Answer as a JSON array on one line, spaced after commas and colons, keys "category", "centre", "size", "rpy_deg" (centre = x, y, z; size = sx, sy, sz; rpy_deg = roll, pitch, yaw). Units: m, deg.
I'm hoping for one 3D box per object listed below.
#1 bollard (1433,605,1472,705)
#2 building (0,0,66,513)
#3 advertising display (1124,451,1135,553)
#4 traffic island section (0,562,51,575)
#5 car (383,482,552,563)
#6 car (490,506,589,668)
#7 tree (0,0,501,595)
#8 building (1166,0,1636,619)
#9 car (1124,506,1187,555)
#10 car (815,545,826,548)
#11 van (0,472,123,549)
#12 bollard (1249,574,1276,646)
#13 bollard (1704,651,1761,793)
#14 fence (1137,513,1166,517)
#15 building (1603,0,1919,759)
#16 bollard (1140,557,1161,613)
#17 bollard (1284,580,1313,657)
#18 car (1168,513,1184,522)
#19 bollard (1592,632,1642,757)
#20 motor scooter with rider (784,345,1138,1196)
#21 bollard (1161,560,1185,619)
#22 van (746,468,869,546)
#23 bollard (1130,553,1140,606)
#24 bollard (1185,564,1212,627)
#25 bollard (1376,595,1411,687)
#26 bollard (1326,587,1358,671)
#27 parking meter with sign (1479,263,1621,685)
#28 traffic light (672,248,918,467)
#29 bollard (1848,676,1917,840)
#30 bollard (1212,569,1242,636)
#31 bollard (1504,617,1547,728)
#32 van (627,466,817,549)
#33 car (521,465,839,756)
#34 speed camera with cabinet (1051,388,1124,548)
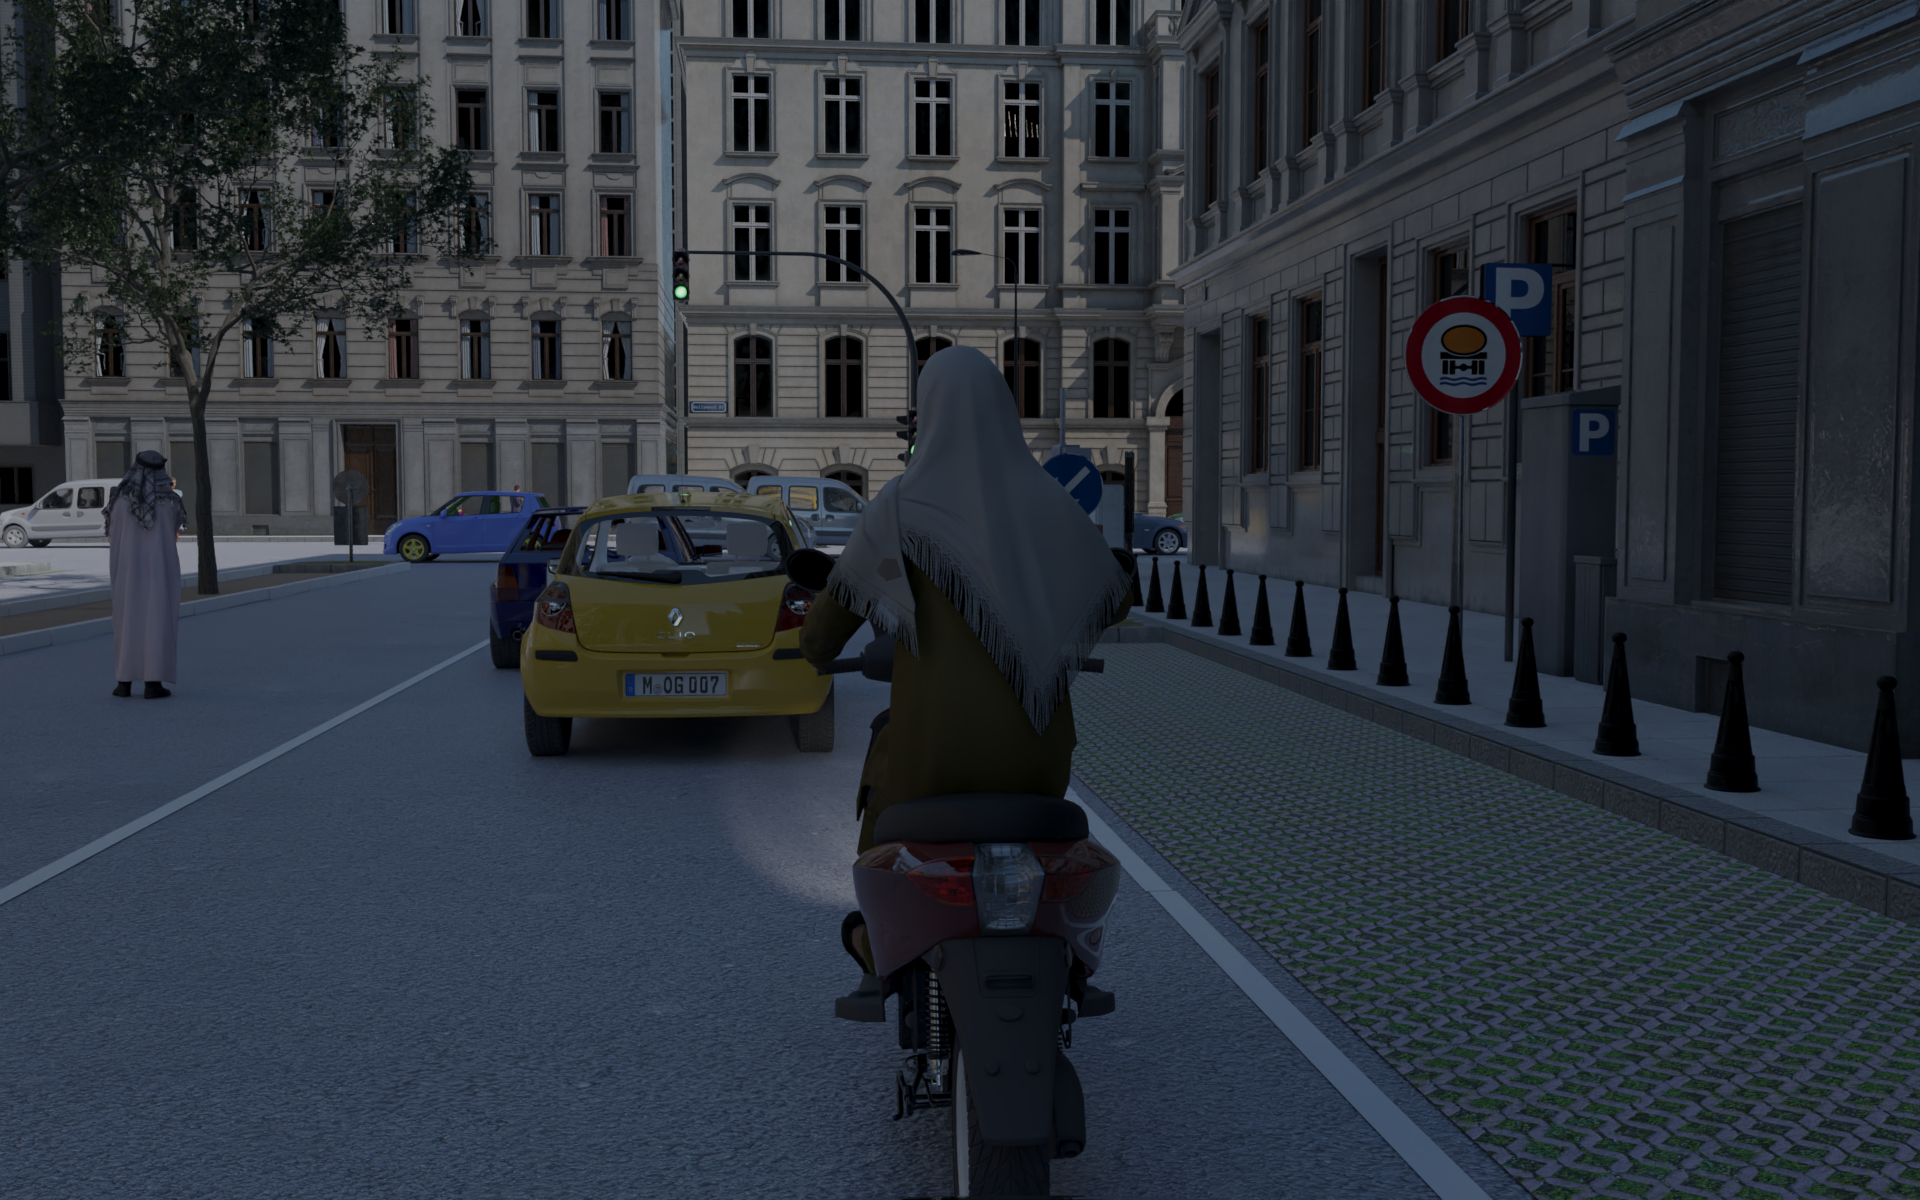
[{"category": "bollard", "centre": [3.023, 0.332, 10.610], "size": [0.229, 0.601, 0.229], "rpy_deg": [0, 3, 0]}, {"category": "building", "centre": [-43.092, -14.613, 57.990], "size": [30.058, 24.678, 14.314], "rpy_deg": [0, 4, -6]}, {"category": "advertising display", "centre": [2.583, -1.297, 26.418], "size": [0.123, 1.923, 0.974], "rpy_deg": [0, 4, 7]}, {"category": "traffic island section", "centre": [-17.791, -0.544, 31.168], "size": [2.009, 0.180, 2.903], "rpy_deg": [0, 4, -6]}, {"category": "car", "centre": [-10.304, -1.659, 36.719], "size": [3.694, 1.707, 1.945], "rpy_deg": [0, 4, -7]}, {"category": "car", "centre": [-3.138, -0.187, 15.645], "size": [1.945, 1.354, 3.894], "rpy_deg": [0, 4, -6]}, {"category": "tree", "centre": [-10.715, -5.371, 24.681], "size": [8.767, 10.594, 7.601], "rpy_deg": [0, 4, -6]}, {"category": "building", "centre": [10.166, -11.371, 22.066], "size": [11.583, 22.565, 21.152], "rpy_deg": [0, 4, -6]}, {"category": "car", "centre": [3.265, -1.773, 40.999], "size": [4.499, 1.417, 2.014], "rpy_deg": [0, 4, -7]}, {"category": "car", "centre": [-5.184, -2.215, 46.437], "size": [3.980, 1.641, 2.015], "rpy_deg": [0, 4, -6]}, {"category": "van", "centre": [-23.639, -2.408, 46.389], "size": [4.112, 2.044, 2.013], "rpy_deg": [0, 4, -5]}, {"category": "bollard", "centre": [2.572, 0.080, 14.731], "size": [0.229, 0.601, 0.229], "rpy_deg": [0, 3, 0]}, {"category": "bollard", "centre": [3.364, 0.521, 7.526], "size": [0.229, 0.601, 0.229], "rpy_deg": [0, 3, 0]}, {"category": "fence", "centre": [5.633, -2.448, 55.398], "size": [2.069, 0.683, 0.278], "rpy_deg": [-1, 4, -9]}, {"category": "building", "centre": [9.812, -9.366, 2.281], "size": [9.793, 20.994, 18.267], "rpy_deg": [0, 4, -6]}, {"category": "bollard", "centre": [2.121, -0.171, 18.832], "size": [0.229, 0.601, 0.229], "rpy_deg": [0, 3, 0]}, {"category": "bollard", "centre": [2.684, 0.143, 13.703], "size": [0.229, 0.601, 0.229], "rpy_deg": [0, 3, 0]}, {"category": "car", "centre": [8.437, -2.418, 51.332], "size": [4.920, 1.459, 2.131], "rpy_deg": [0, 4, -5]}, {"category": "bollard", "centre": [3.248, 0.458, 8.547], "size": [0.229, 0.601, 0.229], "rpy_deg": [0, 3, 0]}, {"category": "motor scooter with rider", "centre": [0.049, 0.313, 3.852], "size": [0.876, 1.779, 1.986], "rpy_deg": [0, 4, -5]}, {"category": "bollard", "centre": [2.230, -0.108, 17.805], "size": [0.229, 0.601, 0.229], "rpy_deg": [0, 3, 0]}, {"category": "van", "centre": [-2.976, -2.019, 40.020], "size": [4.112, 2.044, 2.013], "rpy_deg": [0, 4, -5]}, {"category": "bollard", "centre": [2.004, -0.234, 19.861], "size": [0.229, 0.601, 0.229], "rpy_deg": [0, 3, 0]}, {"category": "bollard", "centre": [2.348, -0.045, 16.785], "size": [0.229, 0.601, 0.229], "rpy_deg": [0, 3, 0]}, {"category": "bollard", "centre": [2.913, 0.270, 11.631], "size": [0.229, 0.601, 0.229], "rpy_deg": [0, 3, 0]}, {"category": "bollard", "centre": [2.798, 0.207, 12.665], "size": [0.229, 0.601, 0.229], "rpy_deg": [0, 3, 0]}, {"category": "parking meter with sign", "centre": [4.332, -0.985, 12.370], "size": [0.543, 3.016, 1.738], "rpy_deg": [-1, 4, -9]}, {"category": "traffic light", "centre": [-2.961, -3.539, 32.534], "size": [4.771, 5.953, 1.251], "rpy_deg": [0, 4, -6]}, {"category": "bollard", "centre": [3.473, 0.583, 6.505], "size": [0.229, 0.601, 0.229], "rpy_deg": [0, 3, 0]}, {"category": "bollard", "centre": [2.456, 0.017, 15.759], "size": [0.229, 0.601, 0.229], "rpy_deg": [0, 3, 0]}, {"category": "bollard", "centre": [3.135, 0.395, 9.586], "size": [0.229, 0.601, 0.229], "rpy_deg": [0, 3, 0]}, {"category": "van", "centre": [-5.116, -1.839, 37.074], "size": [4.112, 2.044, 2.013], "rpy_deg": [0, 4, -5]}, {"category": "car", "centre": [-1.663, -0.045, 10.957], "size": [2.015, 1.641, 3.980], "rpy_deg": [0, 4, -5]}, {"category": "speed camera with cabinet", "centre": [2.338, -2.296, 31.872], "size": [0.660, 3.252, 2.038], "rpy_deg": [-1, 4, -21]}]
